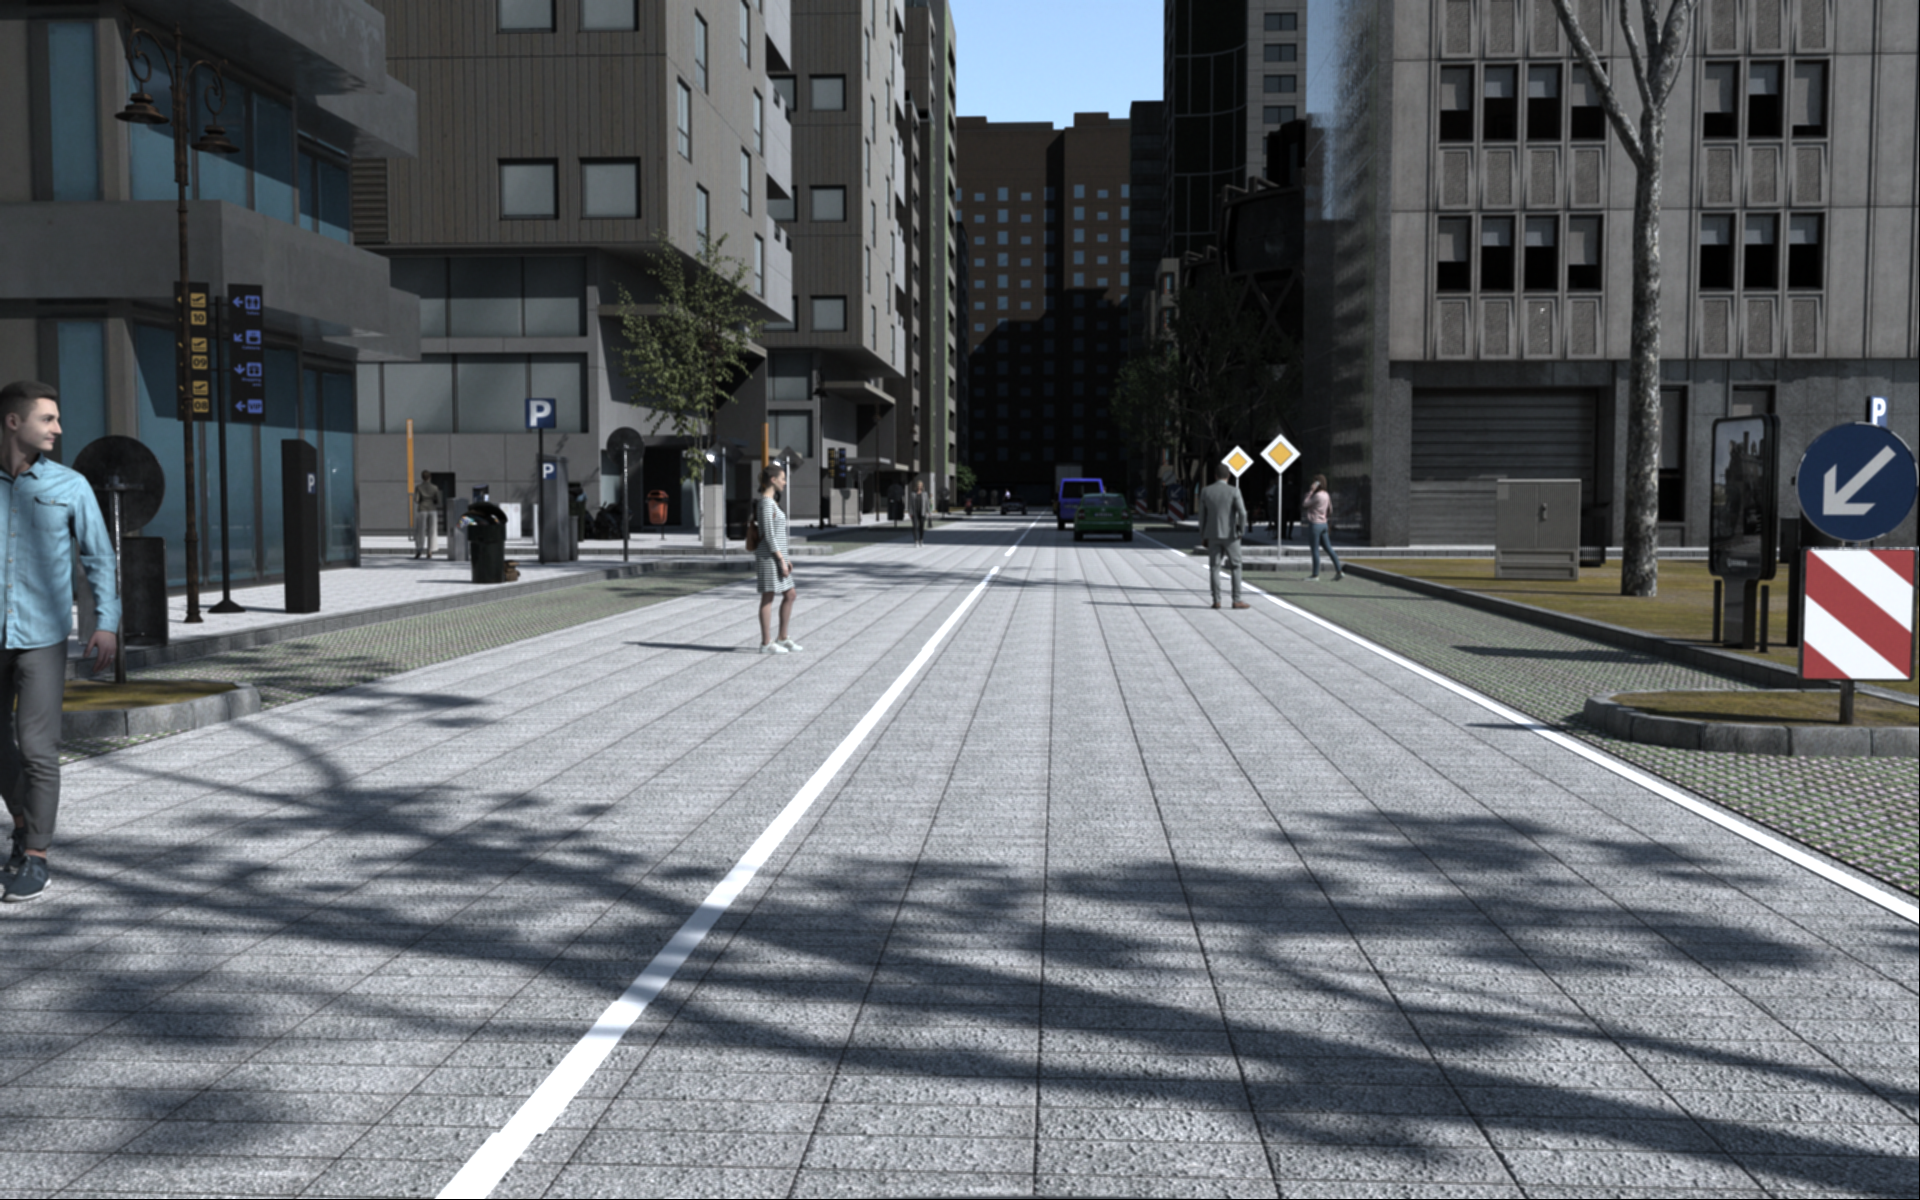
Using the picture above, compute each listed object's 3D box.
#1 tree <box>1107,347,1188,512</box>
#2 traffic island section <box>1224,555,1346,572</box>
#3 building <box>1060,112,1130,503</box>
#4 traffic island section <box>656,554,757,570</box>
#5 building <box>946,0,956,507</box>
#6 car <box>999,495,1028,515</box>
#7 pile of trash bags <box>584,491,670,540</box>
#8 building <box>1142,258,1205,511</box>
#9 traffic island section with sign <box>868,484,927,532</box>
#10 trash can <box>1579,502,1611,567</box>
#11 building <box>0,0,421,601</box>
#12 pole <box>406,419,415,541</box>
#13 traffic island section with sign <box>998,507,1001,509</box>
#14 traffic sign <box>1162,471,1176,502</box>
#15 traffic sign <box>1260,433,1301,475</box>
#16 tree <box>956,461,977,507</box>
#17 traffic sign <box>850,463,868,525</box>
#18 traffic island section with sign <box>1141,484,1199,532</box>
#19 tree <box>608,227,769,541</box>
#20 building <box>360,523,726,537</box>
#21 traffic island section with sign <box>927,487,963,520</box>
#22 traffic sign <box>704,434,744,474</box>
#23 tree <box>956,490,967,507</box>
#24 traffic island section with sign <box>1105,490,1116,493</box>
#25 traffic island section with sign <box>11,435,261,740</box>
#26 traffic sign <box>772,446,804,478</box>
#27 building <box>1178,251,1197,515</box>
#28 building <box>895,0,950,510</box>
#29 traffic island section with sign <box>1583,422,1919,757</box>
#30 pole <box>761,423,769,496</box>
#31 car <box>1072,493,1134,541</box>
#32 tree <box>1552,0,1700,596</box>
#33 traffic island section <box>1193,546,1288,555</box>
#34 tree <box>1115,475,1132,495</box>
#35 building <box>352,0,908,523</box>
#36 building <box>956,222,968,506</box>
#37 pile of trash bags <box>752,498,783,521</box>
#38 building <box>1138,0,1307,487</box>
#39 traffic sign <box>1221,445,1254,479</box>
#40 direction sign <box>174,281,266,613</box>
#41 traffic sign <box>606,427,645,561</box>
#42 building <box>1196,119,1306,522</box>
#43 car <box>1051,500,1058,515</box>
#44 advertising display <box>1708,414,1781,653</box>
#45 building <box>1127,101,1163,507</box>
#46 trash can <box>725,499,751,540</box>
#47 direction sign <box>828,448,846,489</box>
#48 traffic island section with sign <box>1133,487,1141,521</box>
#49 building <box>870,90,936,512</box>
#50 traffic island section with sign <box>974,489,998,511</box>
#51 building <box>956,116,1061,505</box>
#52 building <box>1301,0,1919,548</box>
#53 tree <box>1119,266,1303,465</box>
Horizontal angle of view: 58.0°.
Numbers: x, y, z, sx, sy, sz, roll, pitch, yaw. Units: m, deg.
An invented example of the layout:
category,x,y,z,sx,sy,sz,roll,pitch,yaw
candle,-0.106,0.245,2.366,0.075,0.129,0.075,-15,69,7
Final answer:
category,x,y,z,sx,sy,sz,roll,pitch,yaw
tree,13.845,-11.951,121.148,9.928,11.665,9.643,0,3,0
traffic island section,6.177,-0.674,33.294,2.009,0.180,2.903,0,4,3
building,19.463,-34.020,206.333,14.200,45.320,14.600,0,4,3
traffic island section,-4.646,-0.712,33.914,2.009,0.180,2.903,0,4,3
building,-11.622,-32.583,156.429,21.300,48.544,21.600,0,4,3
car,3.728,-6.546,119.599,1.945,1.354,3.894,0,4,5
pile of trash bags,-9.739,-2.389,48.820,3.447,1.369,1.912,1,4,20
building,29.393,-18.092,140.839,27.650,21.520,28.899,0,4,3
traffic island section with sign,-2.446,-3.549,66.651,1.989,1.847,2.006,0,4,3
trash can,11.055,-1.152,30.494,0.748,1.137,0.748,0,3,0
building,-23.785,-24.497,20.133,30.456,49.044,23.786,0,4,3
pole,-14.988,-3.266,47.248,0.158,3.312,0.155,0,3,0
traffic island section with sign,3.473,-9.896,170.431,1.989,1.847,2.006,0,4,3
traffic sign,11.326,-5.731,93.814,0.768,2.556,0.104,1,4,9
traffic sign,6.153,-1.897,33.212,0.795,2.593,0.064,0,4,3
tree,0.005,-11.404,170.171,4.285,4.588,4.351,0,3,0
traffic sign,-4.179,-4.377,71.677,0.768,2.556,0.104,0,4,5
traffic island section with sign,8.044,-3.498,65.824,1.989,1.847,2.006,0,4,3
tree,-7.285,-5.911,47.006,4.737,8.622,4.395,0,3,0
building,-21.188,-28.998,63.361,28.713,52.752,27.495,0,4,3
traffic island section with sign,-0.860,-5.250,94.471,1.989,1.847,2.006,0,4,3
traffic sign,-4.623,-1.936,33.845,0.795,2.593,0.064,0,4,3
tree,0.179,-11.016,174.715,1.663,3.219,1.824,0,3,0
traffic island section with sign,12.474,-8.246,143.457,1.989,1.847,2.006,0,4,3
traffic island section with sign,-5.619,-0.142,10.956,1.989,1.847,2.006,0,4,3
traffic sign,-4.167,-2.424,41.818,0.795,2.593,0.064,0,4,3
building,21.907,-14.654,107.045,16.820,18.784,16.811,0,4,3
building,-8.308,-27.819,138.441,14.154,41.232,14.086,0,4,3
traffic island section with sign,4.876,-0.104,10.323,1.989,1.847,2.006,0,4,3
pole,-5.604,-3.423,49.801,0.158,3.312,0.155,0,3,0
car,4.446,-2.752,53.791,1.959,1.807,4.718,0,4,5
tree,7.434,-10.173,22.223,12.611,20.169,13.585,0,3,0
traffic island section,6.632,-1.161,41.266,2.009,0.180,2.903,0,4,3
tree,16.368,-11.043,175.146,1.663,3.219,1.824,0,3,0
building,-17.457,-31.156,98.635,28.713,52.752,27.495,0,4,3
building,-6.188,-25.311,185.532,14.107,30.474,14.160,0,4,3
pile of trash bags,-9.793,-4.472,82.862,1.912,1.369,3.447,1,4,19
building,27.900,-44.402,164.219,20.563,71.187,20.611,0,4,3
traffic sign,6.608,-2.385,41.184,0.795,2.593,0.064,0,4,3
direction sign,-7.955,-1.632,18.684,0.876,3.537,0.379,-2,4,-24
traffic sign,-6.369,-2.009,32.946,0.768,2.556,0.104,1,4,11
building,20.870,-13.288,84.704,16.820,18.784,16.811,0,4,3
car,7.466,-6.878,122.685,2.015,1.641,3.980,0,4,4
advertising display,6.493,-0.561,14.380,0.123,1.923,0.974,0,4,-1
building,24.791,-30.557,183.195,14.154,41.232,14.086,0,4,3
trash can,-6.179,-2.226,48.041,0.748,1.137,0.748,0,3,0
direction sign,-6.056,-5.698,85.166,0.876,3.537,0.379,-1,4,-11
traffic island section with sign,9.589,-5.164,93.059,1.989,1.847,2.006,0,4,3
building,-9.304,-21.592,124.733,14.160,30.474,14.107,0,4,3
traffic island section with sign,1.937,-8.250,143.519,1.989,1.847,2.006,0,4,3
building,5.361,-34.149,208.447,14.200,45.320,14.600,0,4,3
building,20.129,-13.961,46.286,19.932,24.808,12.078,0,4,3
tree,10.684,-8.300,70.121,8.767,10.594,7.601,0,4,5
